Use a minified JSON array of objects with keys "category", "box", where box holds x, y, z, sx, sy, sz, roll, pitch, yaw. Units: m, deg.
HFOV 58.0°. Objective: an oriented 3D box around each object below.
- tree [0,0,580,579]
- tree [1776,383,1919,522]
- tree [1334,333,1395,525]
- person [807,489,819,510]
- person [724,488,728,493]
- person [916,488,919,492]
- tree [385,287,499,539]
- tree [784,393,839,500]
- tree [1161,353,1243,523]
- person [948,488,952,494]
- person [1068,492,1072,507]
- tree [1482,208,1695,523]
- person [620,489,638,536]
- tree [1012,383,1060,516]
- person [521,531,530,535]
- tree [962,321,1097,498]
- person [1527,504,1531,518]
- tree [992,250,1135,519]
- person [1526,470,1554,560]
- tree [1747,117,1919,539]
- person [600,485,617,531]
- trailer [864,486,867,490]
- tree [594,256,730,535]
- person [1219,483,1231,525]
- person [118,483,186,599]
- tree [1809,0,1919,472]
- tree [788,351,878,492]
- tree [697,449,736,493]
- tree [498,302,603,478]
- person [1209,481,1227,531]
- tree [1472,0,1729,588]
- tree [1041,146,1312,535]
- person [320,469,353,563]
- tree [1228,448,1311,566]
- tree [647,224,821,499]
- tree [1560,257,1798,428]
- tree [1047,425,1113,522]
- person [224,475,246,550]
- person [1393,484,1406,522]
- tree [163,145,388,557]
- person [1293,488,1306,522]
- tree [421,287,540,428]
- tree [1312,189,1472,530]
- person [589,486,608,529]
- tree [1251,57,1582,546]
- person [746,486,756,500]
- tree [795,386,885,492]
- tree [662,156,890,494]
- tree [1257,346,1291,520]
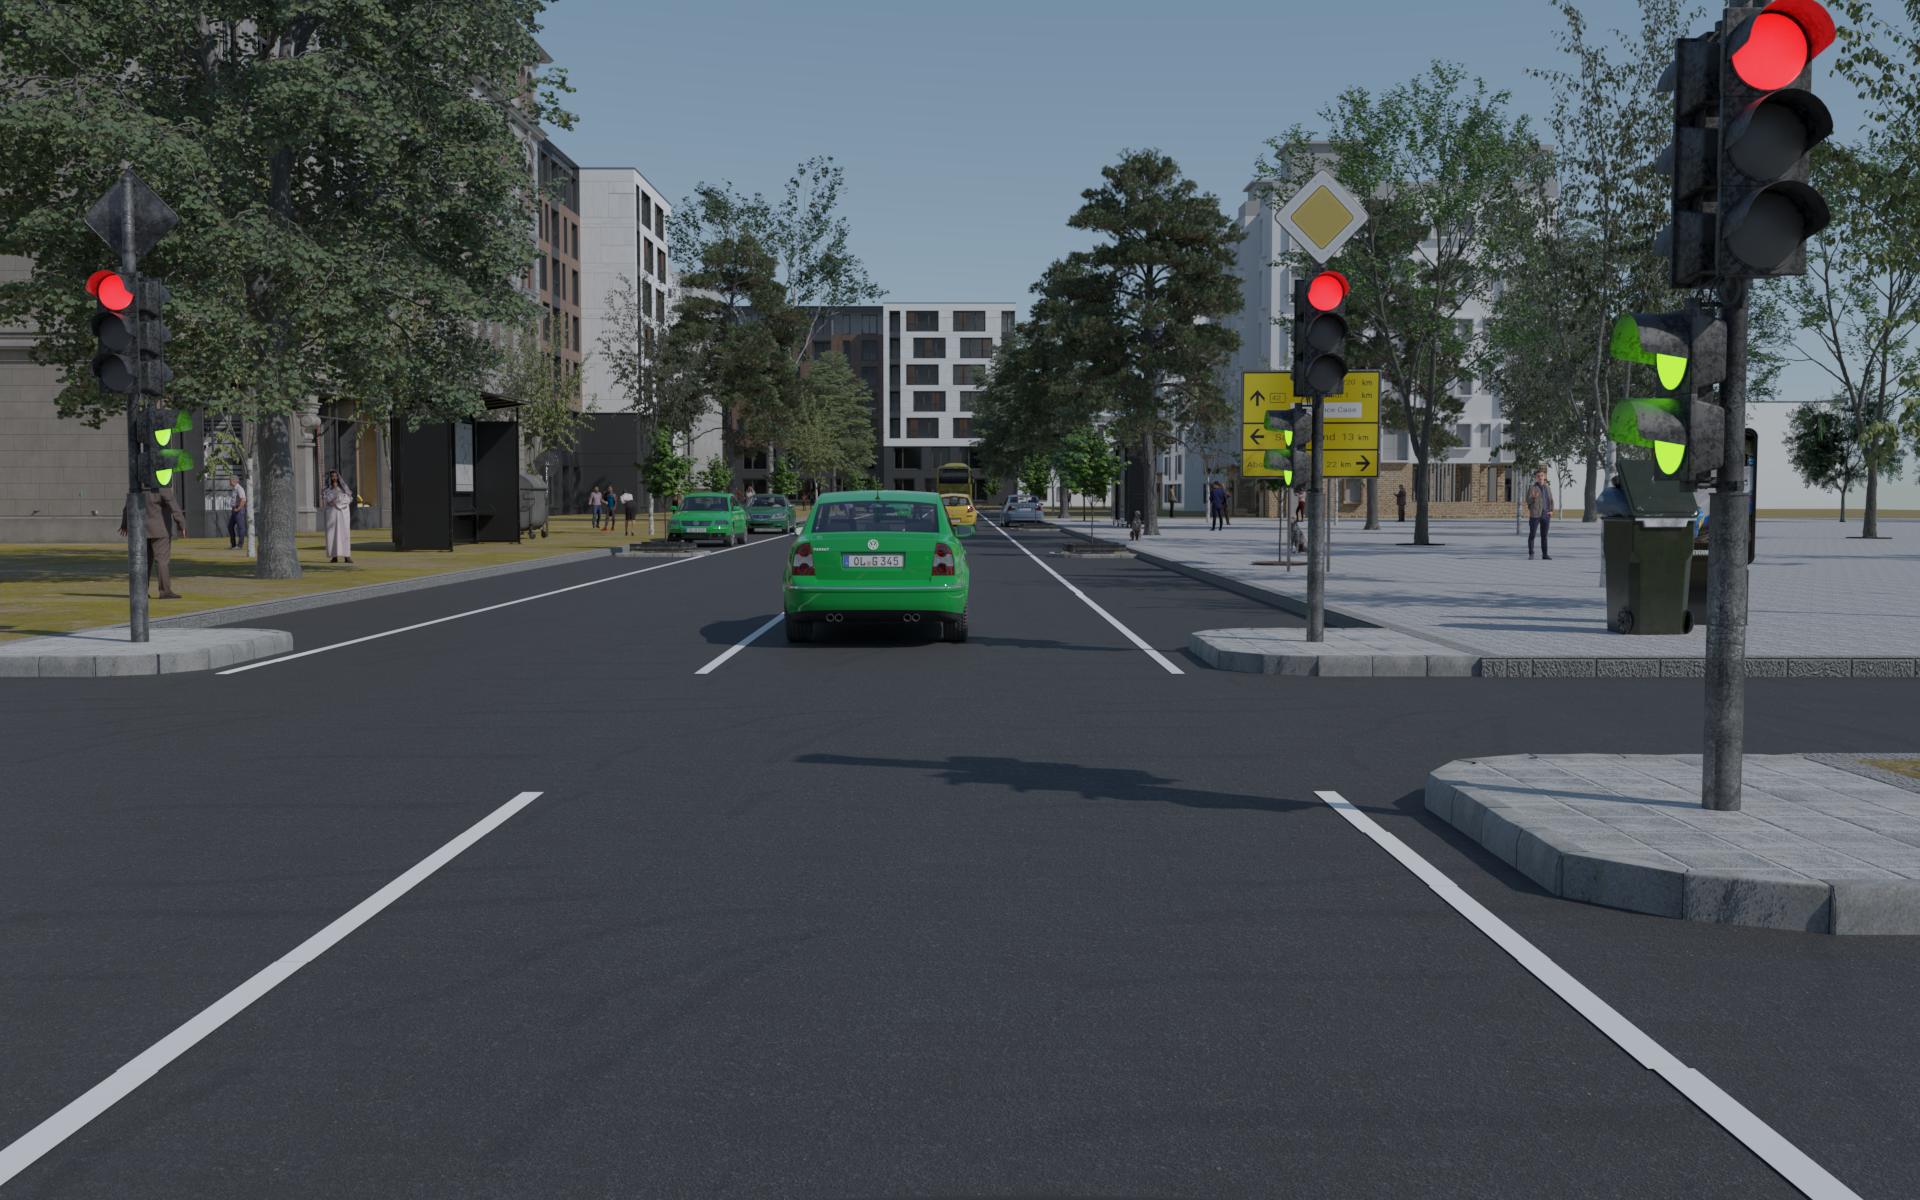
[{"category":"tree","box":[-10.427,-7.288,25.816,9.857,13.997,8.962,0,3,0]},{"category":"tree","box":[47.716,-7.223,81.000,20.602,7.101,11.467,-3,5,-39]},{"category":"tree","box":[15.563,-7.342,70.402,4.360,8.622,3.978,0,3,0]},{"category":"person","box":[-11.957,-8.182,140.539,1.217,1.735,0.721,1,4,18]},{"category":"person","box":[-19.216,-8.320,142.089,1.348,1.823,0.705,2,4,32]},{"category":"person","box":[-2.369,-5.348,96.490,0.990,1.755,0.434,0,4,6]},{"category":"tree","box":[-16.319,-6.060,49.443,4.737,8.622,4.395,0,3,0]},{"category":"tree","box":[-10.505,-10.663,124.705,4.737,8.622,4.395,0,3,0]},{"category":"tree","box":[10.963,-7.739,76.892,4.360,8.622,3.978,0,3,0]},{"category":"person","box":[-0.704,-6.326,112.065,0.705,1.807,1.348,0,4,5]},{"category":"person","box":[10.744,-9.842,170.335,0.530,1.710,0.541,-2,4,-27]},{"category":"tree","box":[28.614,-10.477,77.948,9.857,13.997,8.962,0,3,0]},{"category":"person","box":[-10.214,-2.699,53.363,0.799,1.438,0.628,2,4,30]},{"category":"tree","box":[5.566,-9.335,102.995,4.737,8.622,4.395,0,3,0]},{"category":"person","box":[-13.611,-2.867,54.383,0.566,1.644,0.517,-3,4,-37]},{"category":"tree","box":[5.261,-13.310,124.274,9.857,13.997,8.962,0,3,0]},{"category":"person","box":[23.266,-3.804,70.450,0.429,1.552,0.499,1,4,22]},{"category":"tree","box":[5.604,-11.215,90.786,7.806,13.903,7.818,0,3,0]},{"category":"person","box":[11.316,-1.656,33.651,0.617,1.759,0.750,0,4,2]},{"category":"tree","box":[25.977,-7.562,49.387,9.928,11.665,9.643,0,3,0]},{"category":"person","box":[-12.290,-3.221,60.571,0.647,1.594,0.662,1,4,20]},{"category":"trailer","box":[-7.529,-7.520,130.001,1.471,1.999,3.904,0,4,-2]},{"category":"tree","box":[-9.582,-6.383,54.720,4.360,8.622,3.978,0,3,0]},{"category":"person","box":[10.976,-3.985,71.880,0.565,1.739,0.600,-2,4,-34]},{"category":"person","box":[-9.913,-0.900,21.308,0.990,1.755,0.434,1,4,21]},{"category":"tree","box":[10.619,-4.119,17.700,4.737,8.622,4.395,0,3,0]},{"category":"tree","box":[-10.411,-13.405,137.296,7.486,12.596,7.792,0,3,0]},{"category":"tree","box":[-10.563,-4.879,74.373,1.663,3.219,1.824,0,3,0]},{"category":"tree","box":[-16.297,-7.159,67.409,4.737,8.622,4.395,0,3,0]},{"category":"person","box":[8.954,-3.287,60.495,0.576,1.737,0.504,-2,4,-29]},{"category":"tree","box":[8.958,-4.491,23.797,4.360,8.622,3.978,0,3,0]},{"category":"tree","box":[5.861,-8.045,53.586,6.751,12.117,7.091,0,3,0]},{"category":"person","box":[-11.624,-1.563,32.260,0.551,1.740,0.621,-3,5,-40]},{"category":"tree","box":[5.667,-2.245,31.312,1.663,3.219,1.824,0,3,0]},{"category":"tree","box":[-10.938,-10.623,81.111,7.806,13.903,7.818,0,3,0]},{"category":"tree","box":[25.668,-7.823,62.317,8.767,10.594,7.601,2,4,34]},{"category":"tree","box":[5.829,-5.988,81.613,4.285,4.588,4.351,0,3,0]},{"category":"person","box":[-16.726,-2.016,39.948,0.436,1.711,0.756,-2,4,-29]},{"category":"person","box":[20.199,-4.453,79.530,0.600,1.739,0.565,0,4,5]},{"category":"tree","box":[-14.753,-5.186,35.154,4.737,8.622,4.395,0,3,0]},{"category":"person","box":[15.511,-4.383,79.160,0.566,1.644,0.517,1,4,23]},{"category":"tree","box":[-16.484,-6.651,59.102,4.360,8.622,3.978,0,3,0]},{"category":"tree","box":[14.719,-8.537,61.633,6.751,12.117,7.091,0,3,0]},{"category":"person","box":[-13.409,-3.420,63.911,0.435,1.587,0.963,3,4,36]},{"category":"tree","box":[11.387,-7.166,42.919,9.928,11.665,9.643,0,3,0]},{"category":"person","box":[-12.019,-5.668,99.380,0.551,1.740,0.621,-2,4,-24]},{"category":"tree","box":[-10.417,-13.198,150.207,8.767,10.594,7.601,0,4,7]},{"category":"tree","box":[-9.025,-14.653,95.460,12.611,20.169,13.585,0,3,0]},{"category":"tree","box":[16.358,-8.355,86.968,4.737,8.622,4.395,0,3,0]}]
